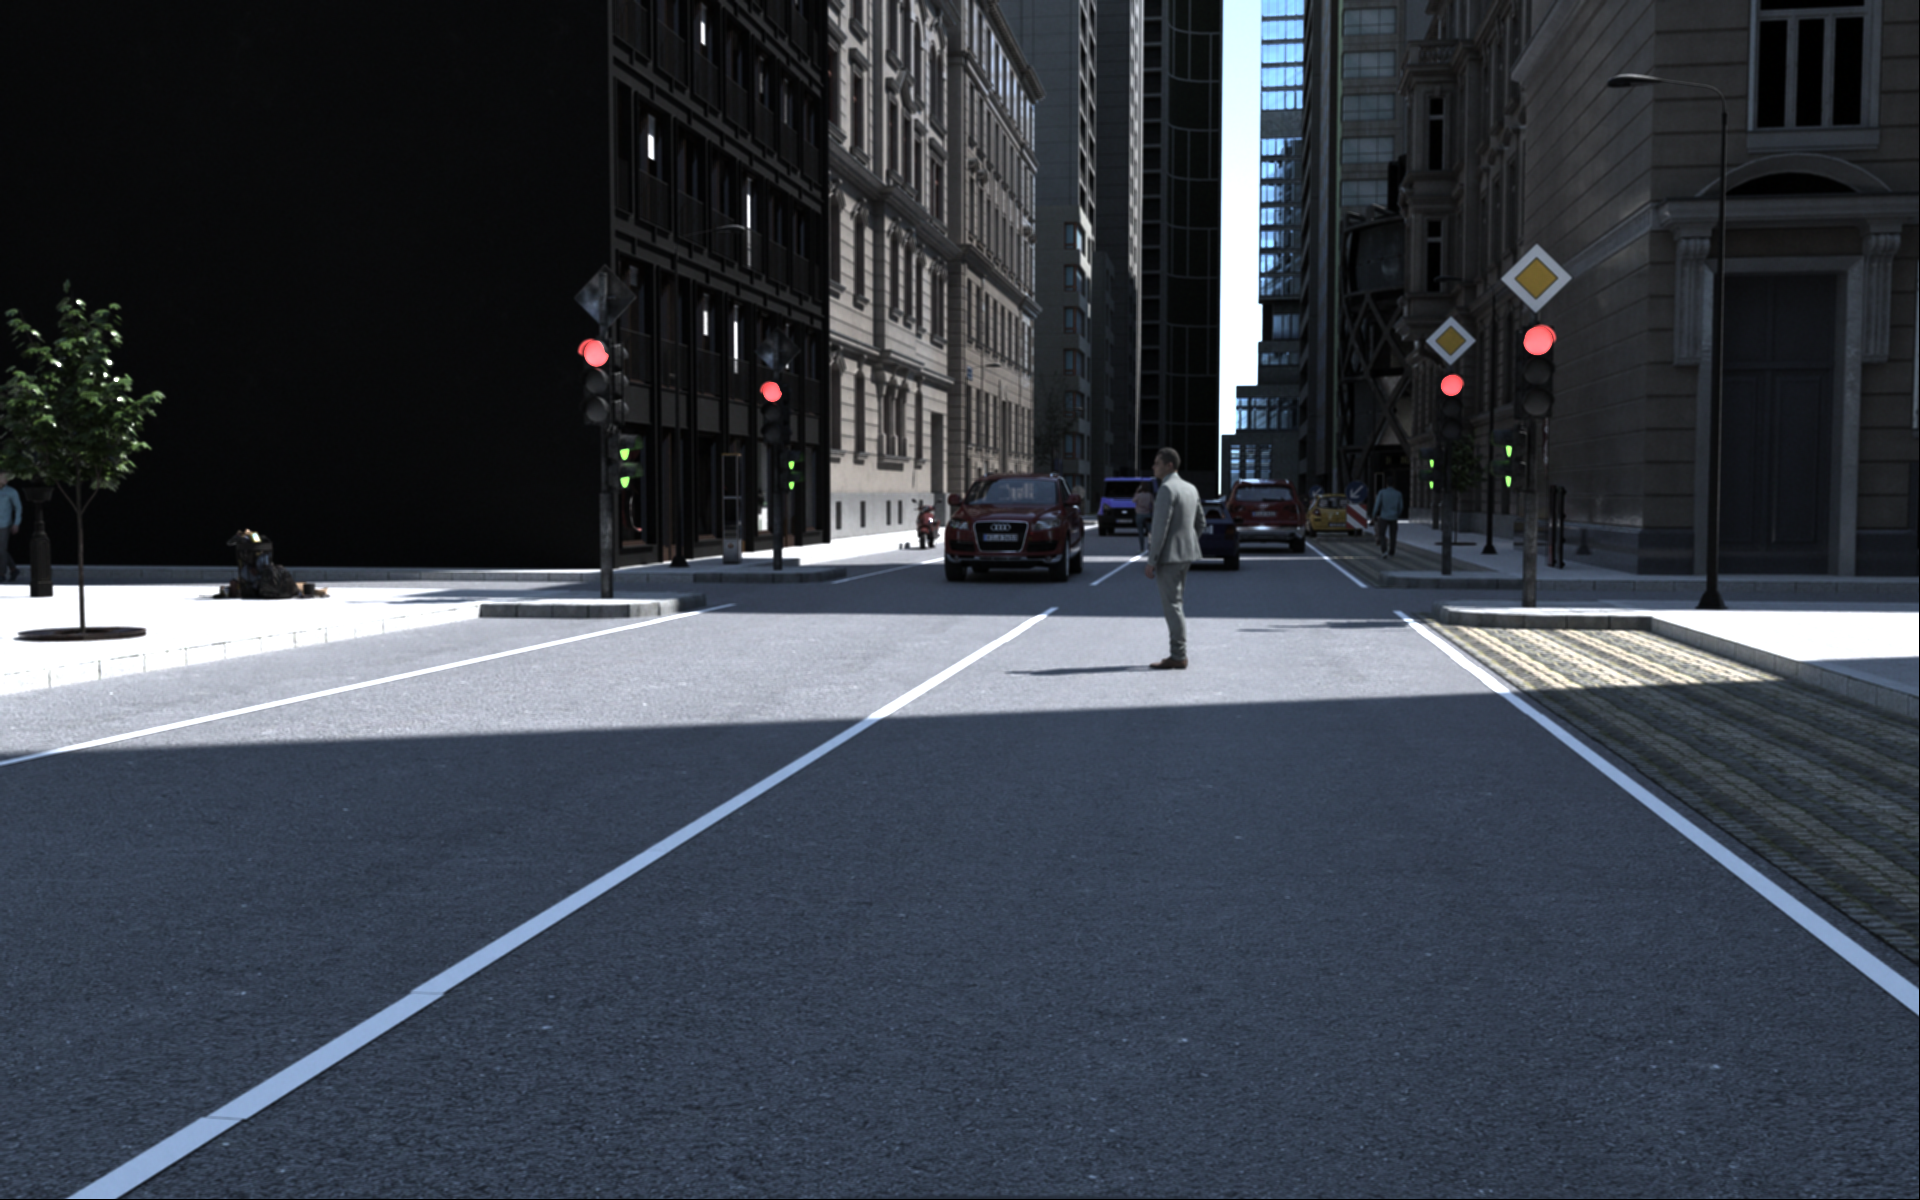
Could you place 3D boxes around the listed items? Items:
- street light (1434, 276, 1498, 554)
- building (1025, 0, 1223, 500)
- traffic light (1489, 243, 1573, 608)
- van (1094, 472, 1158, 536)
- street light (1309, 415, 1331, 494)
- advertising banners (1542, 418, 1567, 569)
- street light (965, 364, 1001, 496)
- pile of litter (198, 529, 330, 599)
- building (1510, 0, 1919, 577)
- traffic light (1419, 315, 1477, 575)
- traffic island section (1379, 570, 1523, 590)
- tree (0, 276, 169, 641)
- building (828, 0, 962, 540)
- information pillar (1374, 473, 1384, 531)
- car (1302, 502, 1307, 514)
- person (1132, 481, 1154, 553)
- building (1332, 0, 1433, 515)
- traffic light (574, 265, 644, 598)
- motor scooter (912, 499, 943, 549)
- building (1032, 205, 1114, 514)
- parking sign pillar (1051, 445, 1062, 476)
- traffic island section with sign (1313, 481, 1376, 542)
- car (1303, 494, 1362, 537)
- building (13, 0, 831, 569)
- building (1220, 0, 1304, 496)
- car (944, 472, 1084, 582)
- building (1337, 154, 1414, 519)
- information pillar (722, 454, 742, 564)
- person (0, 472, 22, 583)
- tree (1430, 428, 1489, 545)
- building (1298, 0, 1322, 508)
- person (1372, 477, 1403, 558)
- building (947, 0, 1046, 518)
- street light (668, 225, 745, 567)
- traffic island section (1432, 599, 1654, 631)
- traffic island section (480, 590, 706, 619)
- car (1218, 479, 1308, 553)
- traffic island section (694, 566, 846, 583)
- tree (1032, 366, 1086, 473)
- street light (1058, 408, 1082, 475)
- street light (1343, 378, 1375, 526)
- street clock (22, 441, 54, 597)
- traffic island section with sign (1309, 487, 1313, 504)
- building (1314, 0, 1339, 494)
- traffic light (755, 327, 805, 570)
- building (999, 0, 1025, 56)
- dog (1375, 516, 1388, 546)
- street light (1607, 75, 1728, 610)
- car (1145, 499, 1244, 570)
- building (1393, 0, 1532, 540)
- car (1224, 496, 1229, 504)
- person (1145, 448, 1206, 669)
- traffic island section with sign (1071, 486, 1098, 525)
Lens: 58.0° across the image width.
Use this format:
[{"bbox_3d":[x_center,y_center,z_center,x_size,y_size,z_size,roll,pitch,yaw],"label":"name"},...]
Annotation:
[{"bbox_3d":[10.791,-3.941,36.973,1.470,5.913,1.316,1,4,9],"label":"street light"},{"bbox_3d":[19.125,-46.338,195.880,20.611,71.187,20.563,1,4,9],"label":"building"},{"bbox_3d":[6.434,-1.872,19.528,0.839,4.253,0.868,1,4,9],"label":"traffic light"},{"bbox_3d":[5.989,-3.466,61.058,2.240,2.365,5.245,1,4,10],"label":"van"},{"bbox_3d":[21.077,-7.880,101.377,1.470,5.913,1.316,1,4,9],"label":"street light"},{"bbox_3d":[10.452,-2.100,30.517,0.090,3.025,2.074,1,4,9],"label":"advertising banners"},{"bbox_3d":[0.766,-5.463,61.856,1.470,5.913,1.316,1,4,9],"label":"street light"},{"bbox_3d":[-8.664,-0.466,21.591,1.719,0.858,1.176,2,4,32],"label":"pile of litter"},{"bbox_3d":[21.345,-15.003,31.202,20.117,28.700,13.634,1,4,9],"label":"building"},{"bbox_3d":[7.712,-2.354,27.411,0.839,4.253,0.868,1,4,9],"label":"traffic light"},{"bbox_3d":[7.750,-0.320,27.519,2.009,0.180,2.903,1,4,9],"label":"traffic island section"},{"bbox_3d":[-7.944,-1.285,15.604,1.663,3.219,1.824,0,3,0],"label":"tree"},{"bbox_3d":[-8.294,-16.509,57.306,14.401,28.519,23.554,1,4,9],"label":"building"},{"bbox_3d":[14.545,-3.402,60.116,0.304,2.012,0.304,1,4,11],"label":"information pillar"},{"bbox_3d":[20.087,-5.654,105.024,1.945,1.354,3.894,1,4,9],"label":"car"},{"bbox_3d":[4.508,-1.996,41.720,0.593,1.750,0.643,-1,4,-21],"label":"person"},{"bbox_3d":[30.898,-26.058,109.647,14.154,41.232,14.086,1,4,9],"label":"building"},{"bbox_3d":[-4.339,-1.977,21.252,0.839,4.253,0.868,1,4,9],"label":"traffic light"},{"bbox_3d":[-0.839,-2.005,45.566,0.815,1.314,1.986,0,4,8],"label":"motor scooter"},{"bbox_3d":[-4.206,-16.832,120.245,27.650,21.520,28.899,1,4,9],"label":"building"},{"bbox_3d":[5.310,-6.527,95.186,1.447,3.967,1.447,1,4,12],"label":"parking sign pillar"},{"bbox_3d":[11.722,-2.648,51.919,1.989,1.847,2.006,1,4,9],"label":"traffic island section with sign"},{"bbox_3d":[12.496,-2.928,58.096,2.015,1.641,3.980,0,4,8],"label":"car"},{"bbox_3d":[-10.710,-12.720,37.644,12.332,23.373,15.834,1,4,9],"label":"building"},{"bbox_3d":[45.075,-53.789,192.113,31.000,86.520,22.319,1,4,9],"label":"building"},{"bbox_3d":[1.015,-1.311,30.111,2.281,1.827,5.304,1,4,8],"label":"car"},{"bbox_3d":[28.578,-13.718,91.739,16.820,18.784,16.811,1,4,9],"label":"building"},{"bbox_3d":[-4.185,-1.670,31.793,0.304,2.012,0.304,0,4,4],"label":"information pillar"},{"bbox_3d":[-15.447,-1.204,28.055,0.638,1.841,0.748,1,4,18],"label":"person"},{"bbox_3d":[12.654,-3.001,43.674,1.663,3.219,1.824,0,3,0],"label":"tree"},{"bbox_3d":[43.176,-32.946,162.373,21.300,48.544,21.600,1,4,9],"label":"building"},{"bbox_3d":[9.511,-1.832,38.467,0.660,1.820,0.620,0,4,-2],"label":"person"},{"bbox_3d":[-3.514,-17.372,81.296,12.463,27.353,25.104,1,4,9],"label":"building"},{"bbox_3d":[-4.403,-3.524,30.166,1.470,5.913,1.316,1,4,9],"label":"street light"},{"bbox_3d":[6.472,0.162,19.636,2.009,0.180,2.903,1,4,9],"label":"traffic island section"},{"bbox_3d":[-4.377,0.054,21.393,2.009,0.180,2.903,1,4,9],"label":"traffic island section"},{"bbox_3d":[7.684,-2.157,43.944,2.281,1.827,5.304,1,4,9],"label":"car"},{"bbox_3d":[-3.100,-0.428,29.275,2.009,0.180,2.903,1,4,9],"label":"traffic island section"},{"bbox_3d":[4.986,-9.075,98.739,4.360,8.622,3.978,0,3,0],"label":"tree"},{"bbox_3d":[5.900,-7.401,93.552,1.470,5.913,1.316,1,4,9],"label":"street light"},{"bbox_3d":[16.011,-5.920,69.338,1.470,5.913,1.316,1,4,9],"label":"street light"},{"bbox_3d":[-11.473,-1.040,21.577,0.471,2.002,0.358,2,4,34],"label":"street clock"},{"bbox_3d":[16.027,-4.275,78.530,1.989,1.847,2.006,1,4,9],"label":"traffic island section with sign"},{"bbox_3d":[33.072,-28.985,124.009,14.600,45.320,14.200,1,4,9],"label":"building"},{"bbox_3d":[-3.062,-2.460,29.134,0.839,4.253,0.868,1,4,9],"label":"traffic light"},{"bbox_3d":[6.903,-44.617,167.746,20.611,71.187,20.563,1,4,9],"label":"building"},{"bbox_3d":[11.585,-1.907,48.016,0.513,0.831,0.800,3,5,41],"label":"dog"},{"bbox_3d":[7.872,-2.859,19.284,1.470,5.913,1.316,1,4,9],"label":"street light"},{"bbox_3d":[4.600,-1.312,34.040,1.945,1.354,3.894,0,4,8],"label":"car"},{"bbox_3d":[22.713,-14.748,60.222,14.460,24.649,34.723,1,4,9],"label":"building"},{"bbox_3d":[16.906,-5.724,106.168,1.945,1.354,3.894,1,4,9],"label":"car"},{"bbox_3d":[1.755,-0.345,14.242,0.391,1.810,0.635,2,4,26],"label":"person"},{"bbox_3d":[5.534,-4.394,80.469,1.989,1.847,2.006,1,4,9],"label":"traffic island section with sign"}]
